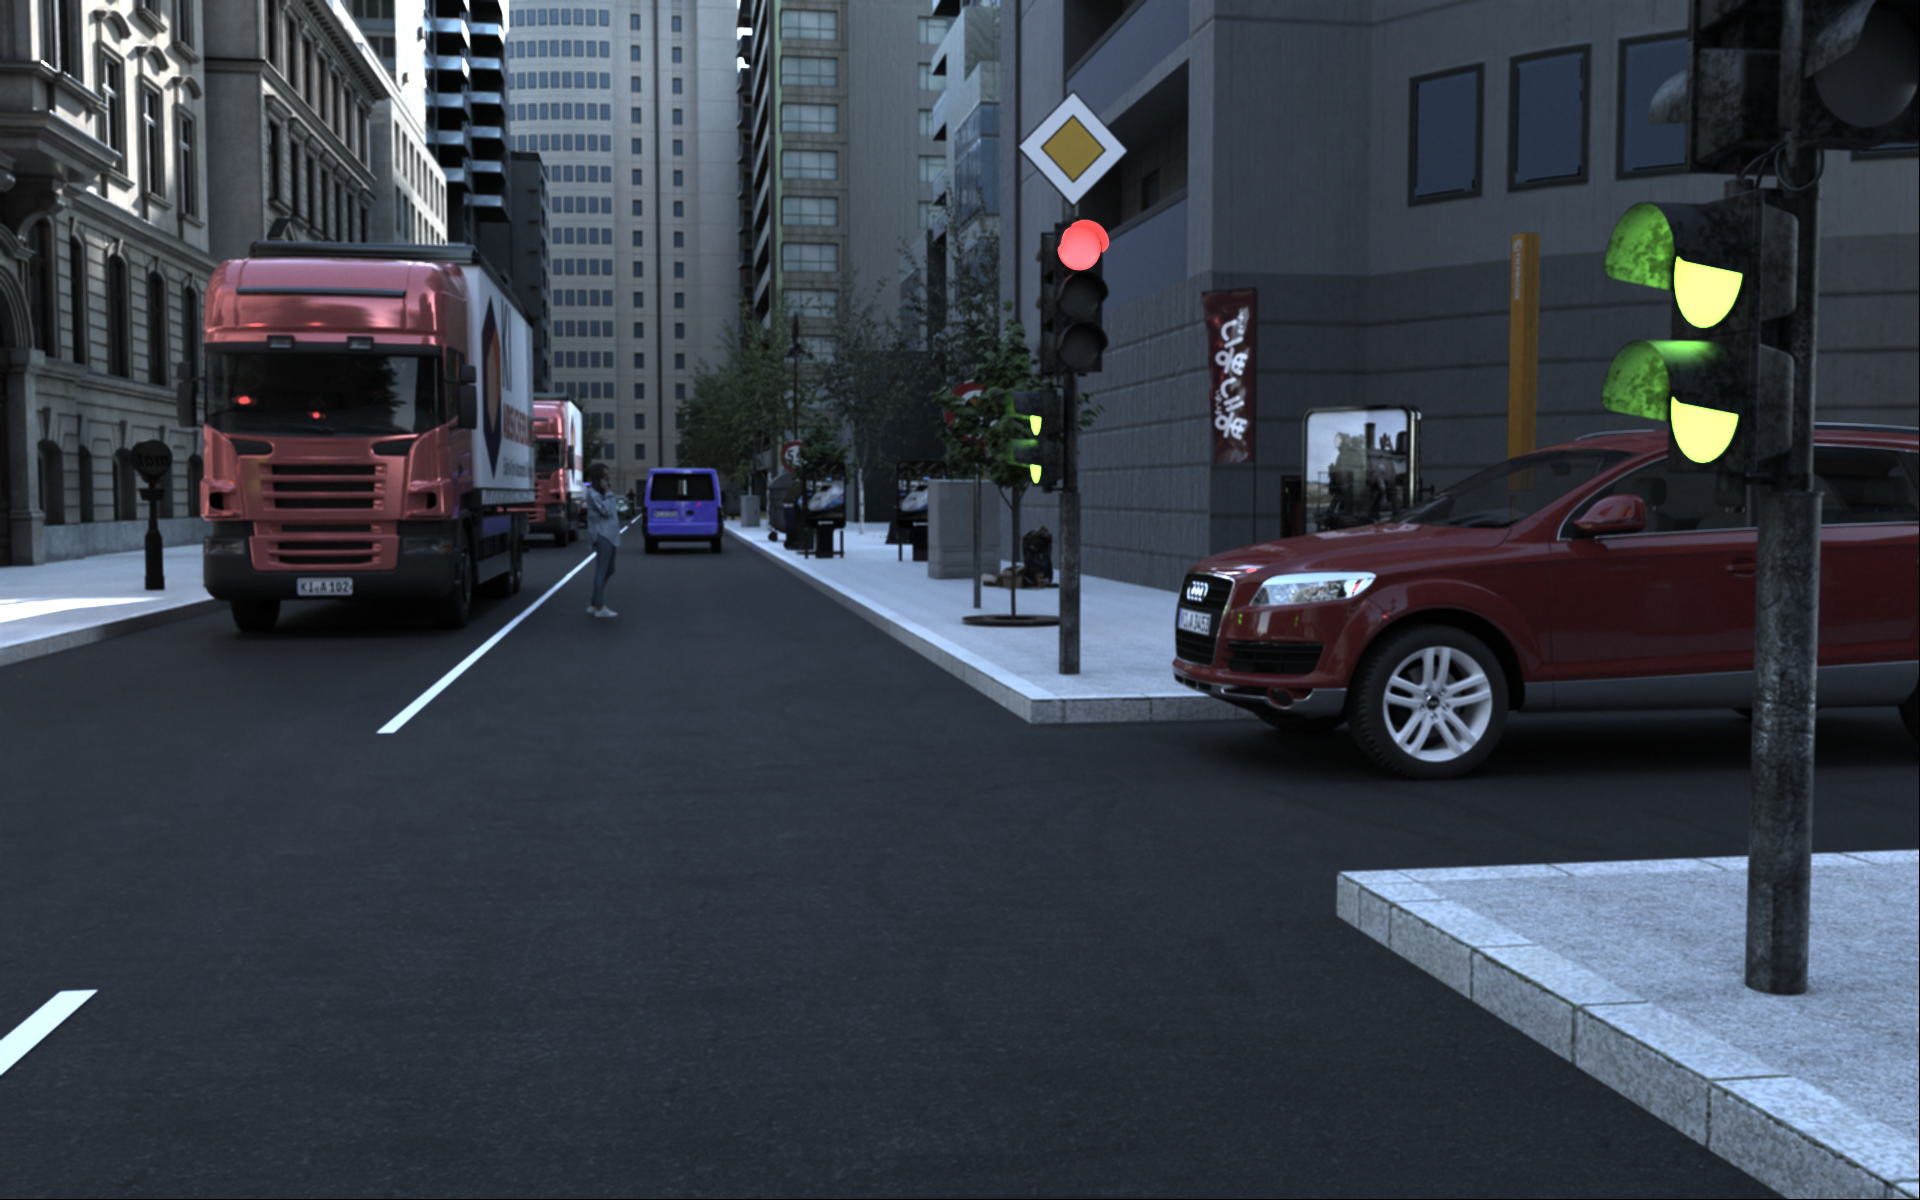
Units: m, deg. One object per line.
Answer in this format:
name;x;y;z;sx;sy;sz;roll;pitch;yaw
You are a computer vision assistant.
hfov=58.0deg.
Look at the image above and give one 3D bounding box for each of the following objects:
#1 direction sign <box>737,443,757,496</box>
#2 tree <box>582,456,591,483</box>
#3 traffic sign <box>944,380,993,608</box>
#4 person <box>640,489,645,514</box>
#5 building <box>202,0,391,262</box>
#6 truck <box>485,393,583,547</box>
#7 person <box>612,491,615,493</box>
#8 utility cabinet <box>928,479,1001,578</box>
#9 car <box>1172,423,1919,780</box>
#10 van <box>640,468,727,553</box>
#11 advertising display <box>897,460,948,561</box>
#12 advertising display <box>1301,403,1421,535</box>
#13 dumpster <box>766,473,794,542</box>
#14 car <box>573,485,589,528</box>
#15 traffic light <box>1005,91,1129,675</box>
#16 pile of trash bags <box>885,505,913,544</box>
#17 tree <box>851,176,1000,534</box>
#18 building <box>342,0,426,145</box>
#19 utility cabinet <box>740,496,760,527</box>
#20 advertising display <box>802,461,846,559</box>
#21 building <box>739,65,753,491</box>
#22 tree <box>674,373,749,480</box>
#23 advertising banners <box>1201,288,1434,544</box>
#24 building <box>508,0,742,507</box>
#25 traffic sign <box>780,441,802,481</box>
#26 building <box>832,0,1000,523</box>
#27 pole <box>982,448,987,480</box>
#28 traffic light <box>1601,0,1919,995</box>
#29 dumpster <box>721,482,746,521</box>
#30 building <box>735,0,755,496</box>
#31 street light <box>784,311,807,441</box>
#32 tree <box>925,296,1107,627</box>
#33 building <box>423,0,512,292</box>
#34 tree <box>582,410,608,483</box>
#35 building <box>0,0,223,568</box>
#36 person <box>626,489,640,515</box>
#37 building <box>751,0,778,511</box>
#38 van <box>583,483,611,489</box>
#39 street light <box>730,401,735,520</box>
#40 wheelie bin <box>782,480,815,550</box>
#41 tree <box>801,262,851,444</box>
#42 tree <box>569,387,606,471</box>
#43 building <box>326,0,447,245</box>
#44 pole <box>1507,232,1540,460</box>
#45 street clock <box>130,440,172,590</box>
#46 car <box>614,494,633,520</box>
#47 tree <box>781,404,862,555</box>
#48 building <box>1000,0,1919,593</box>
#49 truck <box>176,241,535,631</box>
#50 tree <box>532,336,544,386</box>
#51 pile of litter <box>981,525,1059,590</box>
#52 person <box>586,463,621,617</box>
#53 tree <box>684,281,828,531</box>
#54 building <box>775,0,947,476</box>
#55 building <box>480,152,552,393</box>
direction sign;-9.411;-5.171;76.538;0.876;3.537;0.379;1;4;10
tree;-28.540;-8.766;127.033;4.285;4.588;4.351;0;3;0
traffic sign;0.196;-1.181;19.419;0.768;2.556;0.104;0;4;-7
person;-22.140;-6.882;121.534;0.721;1.766;1.217;-1;4;-19
building;-24.997;-11.658;55.242;10.561;19.102;19.286;-1;4;-10
truck;-12.413;-3.747;50.178;2.839;4.237;11.283;-1;4;-10
person;-28.833;-8.224;143.902;0.756;1.711;0.436;2;4;24
utility cabinet;0.076;-1.088;26.462;1.173;1.500;0.318;-3;4;-37
car;3.838;-0.072;9.854;5.304;1.827;2.281;-1;4;-10
van;-6.973;-2.403;43.681;2.240;2.365;5.245;-1;4;-9
advertising display;-0.717;-1.703;33.058;0.974;1.923;0.123;1;4;8
advertising display;2.913;-0.456;12.671;0.123;1.923;0.974;-3;5;-40
dumpster;-4.596;-2.535;47.208;1.264;1.857;1.865;-1;4;-10
car;-16.740;-4.034;74.637;2.281;1.827;5.304;-1;4;-8
traffic light;0.763;-1.427;12.258;0.839;4.253;0.868;-1;4;-10
pile of trash bags;-0.292;-2.172;45.265;1.912;1.369;3.447;3;4;37
tree;0.525;-5.464;39.703;4.360;8.622;3.978;0;3;0
building;-42.423;-24.579;93.751;32.217;40.220;23.993;-1;4;-10
utility cabinet;-8.132;-3.432;67.269;0.306;1.237;1.020;2;4;24
advertising display;-2.709;-1.795;34.564;0.974;1.923;0.123;-3;4;-39
building;-15.845;-32.401;179.859;14.200;45.320;14.600;-1;4;-10
tree;-23.174;-14.983;163.092;7.486;12.596;7.792;0;3;0
advertising banners;2.935;-1.117;14.451;2.074;3.025;0.090;2;4;35
building;-37.390;-39.001;179.666;28.212;58.520;21.231;-1;4;-10
traffic sign;-3.910;-2.530;41.464;0.768;2.556;0.104;0;4;-2
building;7.099;-46.446;72.056;22.319;86.520;31.000;-1;4;-10
pole;0.761;-3.674;53.908;0.158;3.312;0.155;0;3;0
traffic light;2.103;-0.946;4.386;0.839;4.253;0.868;-1;4;-10
dumpster;-10.806;-4.721;82.951;1.264;1.857;1.865;-1;4;-10
building;-7.444;-30.063;146.156;22.147;44.769;28.867;-1;4;-10
street light;-4.167;-4.354;43.968;0.468;5.910;1.993;-1;4;-10
tree;0.407;-1.380;17.160;1.663;3.219;1.824;0;3;0
building;-42.129;-49.420;120.695;22.319;86.520;31.000;-1;4;-10
tree;-32.995;-12.314;151.692;4.360;8.622;3.978;0;3;0
building;-22.012;-12.782;28.067;14.460;24.649;34.723;-1;4;-10
person;-22.273;-6.648;117.332;1.348;1.807;0.705;0;4;3
building;-3.229;-30.399;120.727;21.300;48.544;21.600;-1;4;-10
van;-19.215;-5.270;90.545;2.240;2.365;5.245;-1;4;-9
street light;-11.295;-6.920;85.922;0.468;5.910;1.993;-1;4;-10
wheelie bin;-3.671;-1.953;39.839;0.693;1.594;0.980;-2;4;-31
tree;-3.075;-6.381;54.692;4.360;8.622;3.978;0;3;0
tree;-26.967;-10.374;119.984;4.737;8.622;4.395;0;3;0
building;-28.205;-13.396;73.781;10.420;20.320;16.860;-1;4;-10
pole;4.429;-1.212;13.661;0.158;3.312;0.155;0;3;0
street clock;-10.797;-1.137;23.166;0.471;2.002;0.358;-3;5;-44
car;-19.677;-5.310;98.610;2.131;1.459;4.920;-1;4;-10
tree;-3.096;-2.587;36.895;1.663;3.219;1.824;0;3;0
building;16.095;-29.612;26.151;28.212;58.520;21.231;-1;4;-10
truck;-6.995;-2.002;21.640;2.839;4.237;11.283;-1;4;-9
tree;-18.672;-7.235;68.651;4.360;8.622;3.978;0;3;0
pile of litter;0.830;-0.615;24.015;1.176;0.858;1.719;1;4;13
person;-4.193;-0.700;20.217;0.793;1.790;0.793;-2;4;-32
tree;-6.661;-6.742;60.594;4.737;8.622;4.395;0;3;0
building;-3.997;-25.631;102.668;14.154;41.232;14.086;-1;4;-10
building;-42.292;-23.017;148.035;14.107;30.474;14.160;-1;4;-10
